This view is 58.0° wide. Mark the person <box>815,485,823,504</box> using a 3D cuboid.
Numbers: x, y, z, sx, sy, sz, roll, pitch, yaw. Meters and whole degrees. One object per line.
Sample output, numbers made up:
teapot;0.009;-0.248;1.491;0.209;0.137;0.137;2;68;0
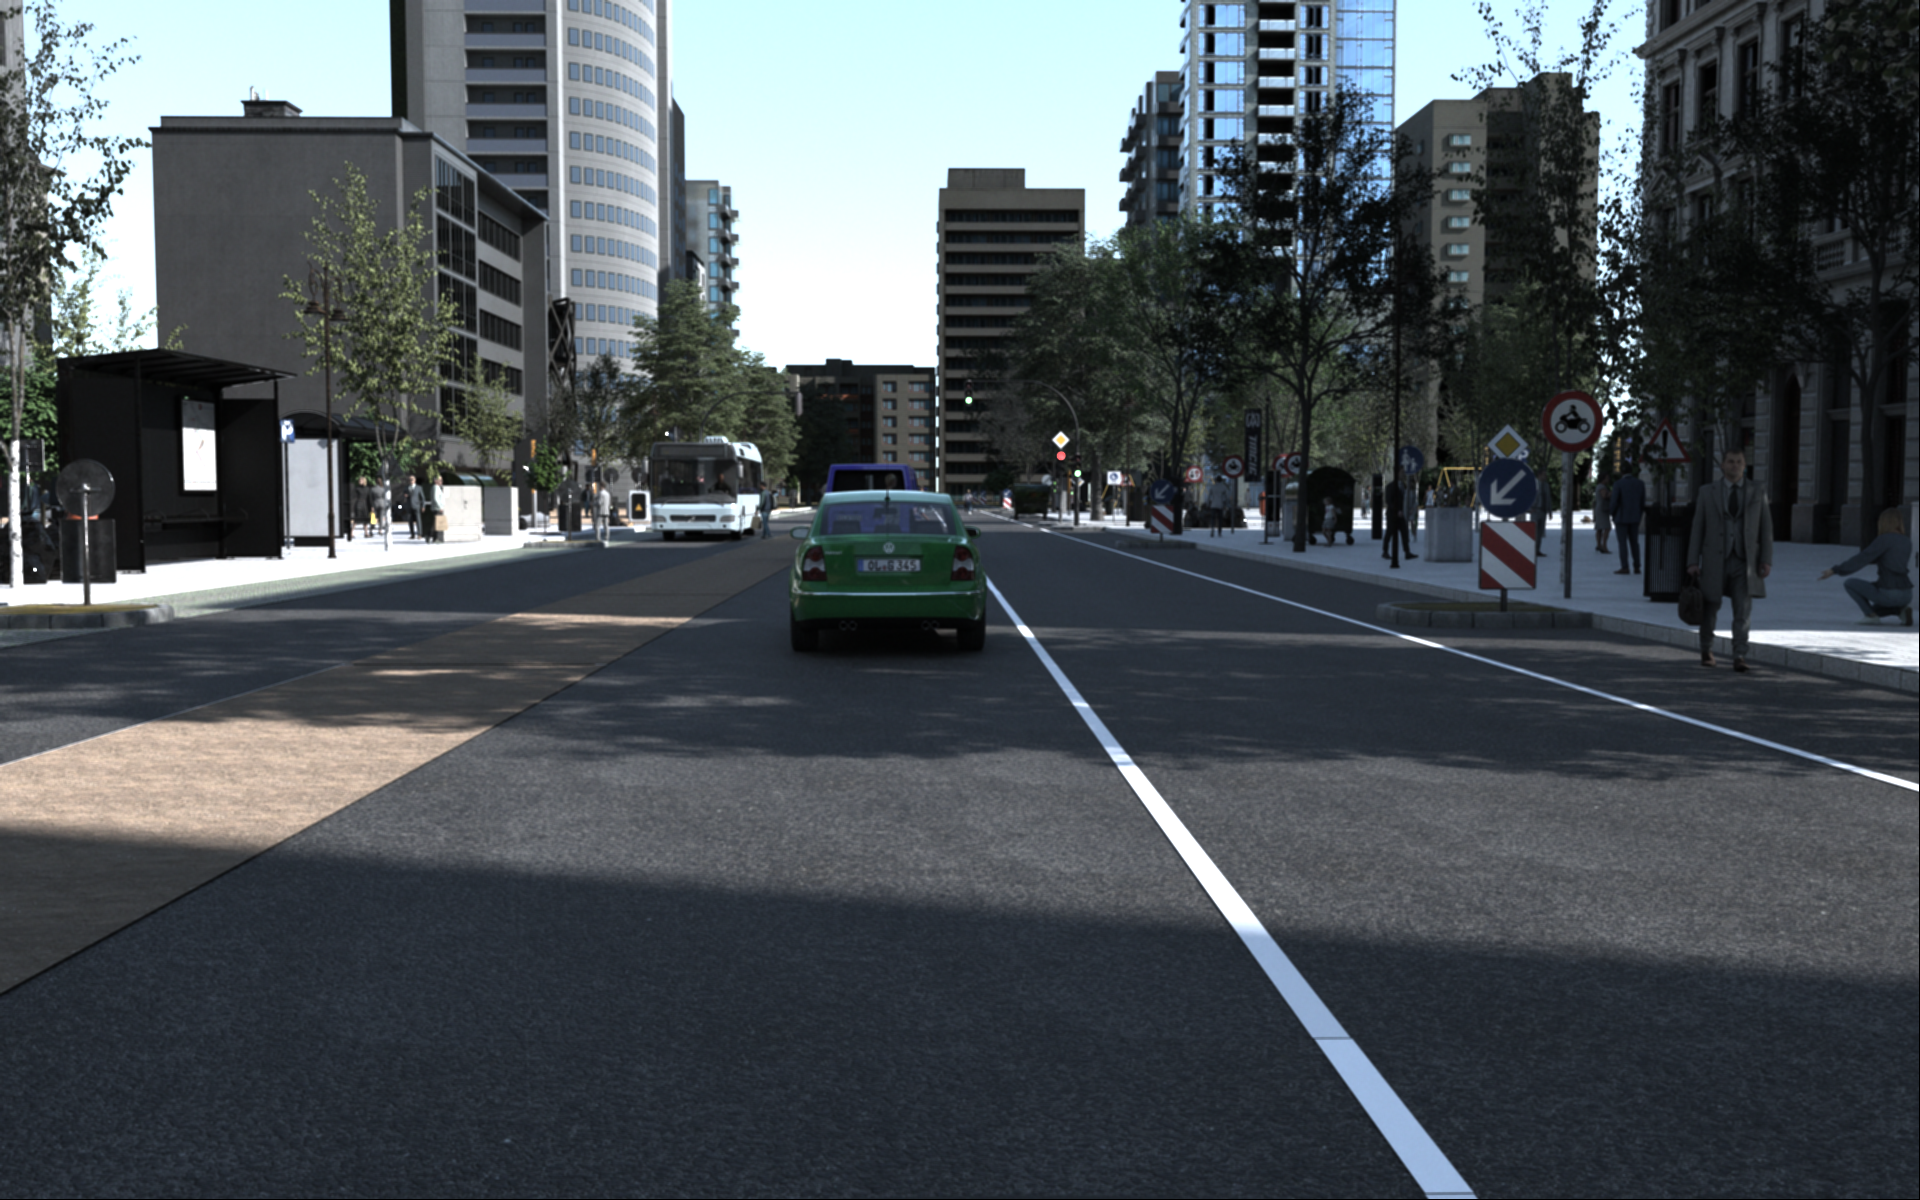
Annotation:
person;-7.167;-5.012;89.811;0.474;1.900;0.648;3;5;42

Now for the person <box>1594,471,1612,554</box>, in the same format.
person;14.011;-1.899;37.451;0.532;1.782;0.716;1;4;14

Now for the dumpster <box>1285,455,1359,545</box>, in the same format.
dumpster;9.247;-2.552;44.222;1.502;2.255;1.985;0;4;-1

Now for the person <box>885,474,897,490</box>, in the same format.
person;-1.237;-1.290;29.936;0.624;1.780;0.694;0;4;-3

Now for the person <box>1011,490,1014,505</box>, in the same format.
person;5.951;-11.609;195.936;0.705;1.814;1.350;0;4;-2

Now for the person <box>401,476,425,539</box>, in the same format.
person;-15.525;-2.625;49.138;0.661;1.801;0.590;0;4;-5

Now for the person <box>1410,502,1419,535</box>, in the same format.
person;14.012;-2.642;53.487;0.306;1.304;0.590;1;4;11

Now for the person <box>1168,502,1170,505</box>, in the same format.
person;17.445;-8.412;143.779;0.606;1.804;0.583;0;4;0

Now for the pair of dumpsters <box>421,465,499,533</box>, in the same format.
pair of dumpsters;-16.251;-3.299;56.432;1.574;2.255;4.437;0;4;-1

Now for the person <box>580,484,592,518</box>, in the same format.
person;-19.893;-5.298;92.653;0.794;1.824;0.713;-2;4;-33

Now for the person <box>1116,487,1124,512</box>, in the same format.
person;11.426;-7.103;122.367;0.709;1.800;0.728;-2;4;-32

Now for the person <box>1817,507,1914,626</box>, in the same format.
person;8.946;-0.335;17.020;1.012;1.151;0.738;-1;4;-13

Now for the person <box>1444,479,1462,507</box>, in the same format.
person;17.819;-3.467;62.642;0.656;1.842;0.836;1;4;22

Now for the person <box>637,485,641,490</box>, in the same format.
person;-18.685;-5.800;100.852;0.713;1.824;0.794;2;4;23

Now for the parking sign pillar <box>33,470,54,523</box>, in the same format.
parking sign pillar;-40.392;-5.384;76.507;1.447;3.967;1.447;0;4;-2

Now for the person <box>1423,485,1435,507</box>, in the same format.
person;25.997;-5.494;95.972;0.616;1.811;0.778;2;4;27

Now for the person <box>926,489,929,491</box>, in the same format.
person;-2.546;-8.198;142.550;0.620;1.820;0.660;0;4;-3

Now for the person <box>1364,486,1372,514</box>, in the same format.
person;25.897;-6.353;109.894;0.713;1.824;0.794;3;5;44

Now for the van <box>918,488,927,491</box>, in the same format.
van;-4.176;-10.537;176.656;2.240;2.365;5.245;0;4;-2

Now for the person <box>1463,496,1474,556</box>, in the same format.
person;10.534;-1.547;36.020;0.332;1.250;0.352;-2;4;-28

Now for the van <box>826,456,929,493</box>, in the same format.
van;-1.820;-2.026;37.516;2.240;2.365;5.245;0;4;1

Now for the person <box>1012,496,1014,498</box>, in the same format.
person;6.080;-10.609;179.575;1.350;1.814;0.705;-1;4;-20

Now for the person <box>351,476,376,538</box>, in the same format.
person;-17.969;-2.730;50.893;1.509;1.804;0.699;0;4;-5

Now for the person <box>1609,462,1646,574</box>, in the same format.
person;10.727;-1.319;27.792;0.721;1.800;0.419;-1;4;-18

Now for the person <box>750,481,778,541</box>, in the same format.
person;-6.030;-2.733;53.164;0.713;1.824;0.794;3;5;40

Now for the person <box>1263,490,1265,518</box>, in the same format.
person;16.663;-5.377;93.971;0.660;1.820;0.620;2;4;30

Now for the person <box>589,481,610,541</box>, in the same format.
person;-10.199;-2.468;49.054;0.583;1.804;0.606;1;4;12

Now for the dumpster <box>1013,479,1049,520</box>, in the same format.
dumpster;3.902;-5.556;95.783;1.985;2.255;1.502;0;4;-3

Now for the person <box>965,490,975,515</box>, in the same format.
person;0.675;-6.800;120.348;0.731;1.740;0.598;0;4;3

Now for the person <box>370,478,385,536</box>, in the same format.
person;-17.992;-2.889;53.557;0.520;1.790;0.573;-2;4;-25

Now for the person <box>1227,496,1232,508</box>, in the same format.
person;23.417;-8.454;149.764;0.738;1.151;1.012;0;4;-8

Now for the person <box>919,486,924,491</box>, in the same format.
person;-1.665;-4.206;77.363;0.778;1.811;0.616;0;3;0

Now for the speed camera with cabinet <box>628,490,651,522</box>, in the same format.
speed camera with cabinet;-14.153;-5.202;79.384;2.038;3.252;0.660;-1;4;-8

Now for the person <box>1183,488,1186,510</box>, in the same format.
person;17.815;-8.026;137.658;0.661;1.777;0.834;3;4;37

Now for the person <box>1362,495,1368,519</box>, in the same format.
person;20.876;-4.803;89.254;0.332;1.250;0.352;-1;4;-9

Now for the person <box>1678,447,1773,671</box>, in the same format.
person;6.268;-0.340;14.157;0.694;1.812;0.767;1;4;18

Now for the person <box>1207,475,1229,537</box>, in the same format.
person;7.695;-2.802;51.705;0.661;1.843;0.795;1;4;11

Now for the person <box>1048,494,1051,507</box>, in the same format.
person;8.584;-9.871;168.147;0.721;1.736;1.217;-2;4;-25

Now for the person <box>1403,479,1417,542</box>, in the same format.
person;12.045;-2.411;46.466;0.512;1.701;0.522;2;4;28

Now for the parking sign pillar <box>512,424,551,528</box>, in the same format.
parking sign pillar;-16.454;-4.763;66.350;1.447;3.967;1.447;-2;4;-30

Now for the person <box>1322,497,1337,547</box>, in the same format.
person;9.006;-1.891;41.978;0.382;1.210;0.505;-2;4;-23

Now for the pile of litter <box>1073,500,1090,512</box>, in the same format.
pile of litter;8.752;-6.783;124.873;1.176;0.858;1.719;-3;5;-39

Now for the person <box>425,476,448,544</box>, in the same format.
person;-13.371;-2.303;44.175;0.515;1.767;0.782;-2;4;-24

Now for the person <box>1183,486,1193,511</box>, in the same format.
person;13.673;-5.936;103.496;0.661;1.777;0.834;2;4;25

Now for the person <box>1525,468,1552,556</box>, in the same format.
person;11.911;-1.808;35.696;0.635;1.810;0.391;-2;4;-27

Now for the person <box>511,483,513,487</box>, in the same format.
person;-21.983;-4.848;85.328;0.654;1.822;0.581;2;4;26

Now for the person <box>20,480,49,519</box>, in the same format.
person;-22.677;-2.215;42.241;0.713;1.824;0.794;1;4;18

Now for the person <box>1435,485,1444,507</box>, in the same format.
person;27.328;-5.637;98.637;0.534;1.772;0.576;2;4;35

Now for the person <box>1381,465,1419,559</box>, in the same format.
person;8.622;-1.721;33.959;0.659;1.850;0.755;-3;5;-41

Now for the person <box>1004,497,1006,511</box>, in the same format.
person;3.766;-7.857;139.549;0.523;1.515;0.503;1;4;12

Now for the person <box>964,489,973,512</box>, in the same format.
person;0.711;-8.014;139.622;0.694;1.812;0.767;-3;5;-40

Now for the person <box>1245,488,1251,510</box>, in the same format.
person;22.877;-7.988;137.402;0.466;1.731;0.760;-1;4;-14
